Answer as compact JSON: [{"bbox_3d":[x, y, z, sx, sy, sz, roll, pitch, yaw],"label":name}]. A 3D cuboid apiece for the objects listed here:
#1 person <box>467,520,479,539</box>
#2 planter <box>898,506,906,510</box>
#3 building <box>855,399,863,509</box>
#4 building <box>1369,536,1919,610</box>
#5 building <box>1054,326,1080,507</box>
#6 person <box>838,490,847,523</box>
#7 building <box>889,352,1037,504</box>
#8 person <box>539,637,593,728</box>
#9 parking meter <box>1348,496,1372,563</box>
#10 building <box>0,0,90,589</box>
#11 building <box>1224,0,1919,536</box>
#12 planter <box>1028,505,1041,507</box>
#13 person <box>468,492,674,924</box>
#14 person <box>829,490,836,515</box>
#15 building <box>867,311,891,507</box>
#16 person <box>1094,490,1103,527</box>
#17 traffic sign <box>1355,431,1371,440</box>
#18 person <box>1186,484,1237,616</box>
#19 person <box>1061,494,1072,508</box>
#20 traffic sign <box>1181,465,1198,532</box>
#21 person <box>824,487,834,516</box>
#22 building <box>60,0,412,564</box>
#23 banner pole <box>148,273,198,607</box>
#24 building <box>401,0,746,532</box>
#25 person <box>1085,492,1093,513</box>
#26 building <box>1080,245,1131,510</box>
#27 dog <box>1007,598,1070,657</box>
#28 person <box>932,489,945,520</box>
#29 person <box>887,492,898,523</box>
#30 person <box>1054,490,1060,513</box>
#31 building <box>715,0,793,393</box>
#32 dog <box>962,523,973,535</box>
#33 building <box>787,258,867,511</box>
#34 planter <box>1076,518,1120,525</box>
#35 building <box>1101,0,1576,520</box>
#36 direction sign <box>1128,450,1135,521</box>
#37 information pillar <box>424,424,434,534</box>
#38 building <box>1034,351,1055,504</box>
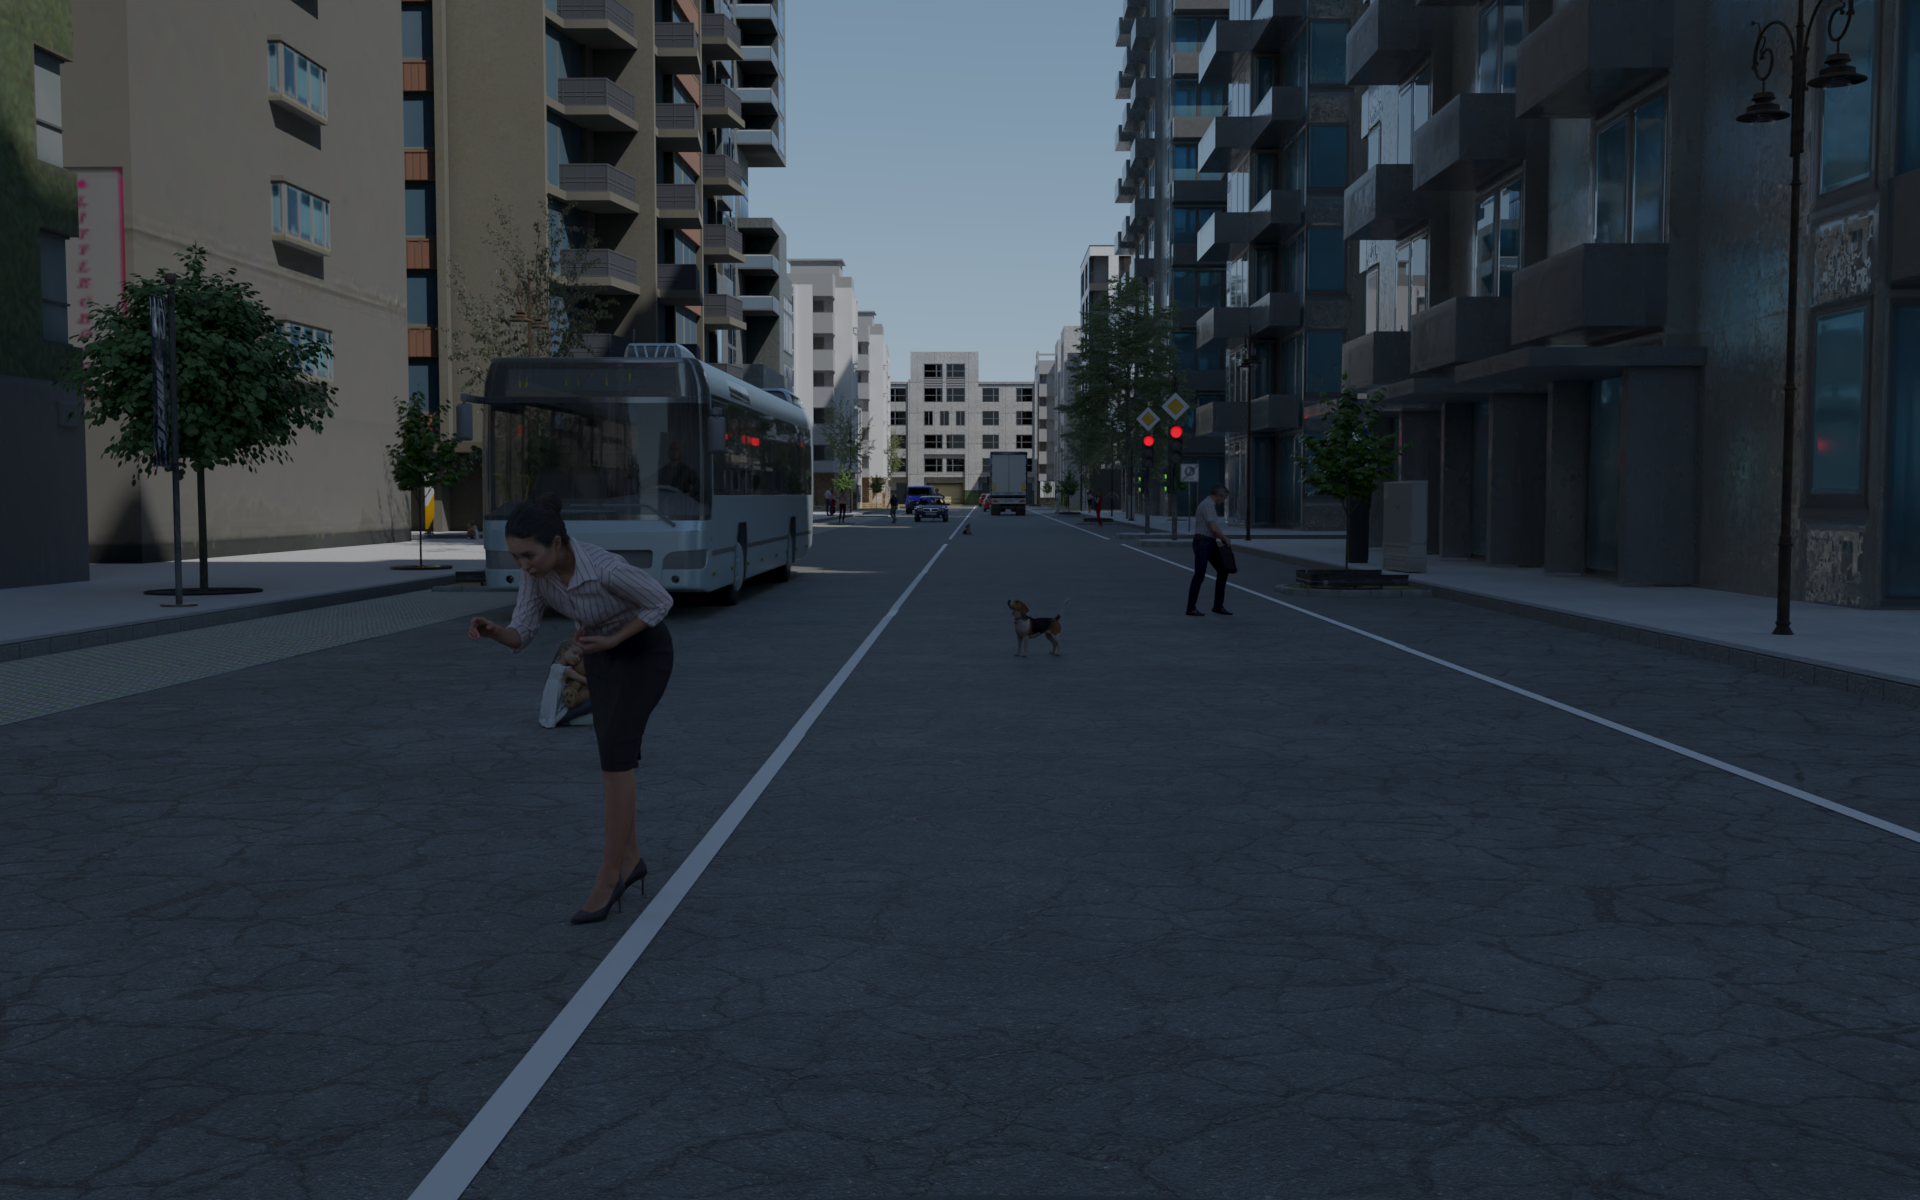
[{"bbox_3d":[-13.765,-1.982,48.917,0.357,0.543,0.381,-1,4,-17],"label":"person"},{"bbox_3d":[-4.771,-8.367,157.933,1.991,0.319,1.994,0,4,1],"label":"planter"},{"bbox_3d":[-13.312,-13.152,157.182,9.099,9.664,28.070,0,4,1],"label":"building"},{"bbox_3d":[19.737,-25.123,30.377,23.786,49.044,30.456,0,4,1],"label":"building"},{"bbox_3d":[19.426,-19.819,190.506,16.747,18.905,31.486,0,4,1],"label":"building"},{"bbox_3d":[-5.823,-4.656,86.082,0.517,1.644,0.566,2,4,26],"label":"person"},{"bbox_3d":[-6.028,-21.843,223.586,31.486,18.905,16.747,0,4,1],"label":"building"},{"bbox_3d":[-2.418,0.504,10.729,0.357,0.543,0.381,-2,4,-25],"label":"person"},{"bbox_3d":[7.427,-1.618,32.164,0.399,1.863,0.255,0,4,8],"label":"parking meter"},{"bbox_3d":[-19.983,-20.429,17.617,14.154,41.232,14.086,0,4,1],"label":"building"},{"bbox_3d":[24.677,-27.400,67.601,30.456,49.044,23.786,0,4,1],"label":"building"},{"bbox_3d":[7.953,-10.004,184.704,1.991,0.319,1.994,0,4,1],"label":"planter"},{"bbox_3d":[-1.282,0.358,5.838,0.628,1.438,0.799,0,4,-8],"label":"person"},{"bbox_3d":[-7.927,-6.059,107.573,0.387,1.526,0.523,1,4,13],"label":"person"},{"bbox_3d":[-15.396,-19.582,176.583,16.016,20.091,11.380,0,4,1],"label":"building"},{"bbox_3d":[6.085,-4.042,76.297,0.593,1.614,0.444,-3,5,-40],"label":"person"},{"bbox_3d":[7.418,-1.976,32.409,0.768,2.556,0.104,0,4,6],"label":"traffic sign"},{"bbox_3d":[2.978,-0.597,20.472,0.590,1.554,0.614,1,4,13],"label":"person"},{"bbox_3d":[10.193,-9.701,165.381,1.217,1.736,0.721,3,5,41],"label":"person"},{"bbox_3d":[7.812,-3.477,58.983,0.606,2.300,0.079,0,4,3],"label":"traffic sign"},{"bbox_3d":[-7.624,-5.752,101.033,0.436,1.711,0.756,-2,4,-29],"label":"person"},{"bbox_3d":[-25.507,-25.153,34.949,21.600,48.544,21.300,0,4,1],"label":"building"},{"bbox_3d":[-8.917,-1.802,19.478,0.401,3.779,0.863,0,4,-5],"label":"banner pole"},{"bbox_3d":[-20.855,-25.437,70.523,22.147,44.769,28.867,0,4,1],"label":"building"},{"bbox_3d":[8.686,-6.599,117.128,0.628,1.438,0.799,-1,4,-9],"label":"person"},{"bbox_3d":[24.780,-19.227,158.335,27.936,21.610,32.646,0,4,1],"label":"building"},{"bbox_3d":[0.695,0.242,15.335,0.406,0.507,0.540,1,4,22],"label":"dog"},{"bbox_3d":[-1.255,-5.231,94.756,0.841,1.734,0.376,1,4,18],"label":"person"},{"bbox_3d":[-3.295,-4.541,84.958,0.569,1.553,0.471,-1,4,-10],"label":"person"},{"bbox_3d":[7.142,-7.293,127.891,0.789,1.805,0.875,1,4,18],"label":"person"},{"bbox_3d":[-20.660,-48.101,99.127,22.319,86.520,31.000,0,4,1],"label":"building"},{"bbox_3d":[0.321,-2.510,61.236,0.550,0.427,0.748,1,4,23],"label":"dog"},{"bbox_3d":[-16.032,-17.174,137.211,16.016,20.091,11.380,0,4,1],"label":"building"},{"bbox_3d":[6.437,-3.677,81.261,1.991,0.319,1.994,0,4,1],"label":"planter"},{"bbox_3d":[21.464,-29.944,109.191,23.786,49.044,30.456,0,4,1],"label":"building"},{"bbox_3d":[8.209,-5.553,82.790,0.379,3.537,0.876,0,4,6],"label":"direction sign"},{"bbox_3d":[-16.966,-3.913,55.332,0.183,3.616,0.504,1,4,9],"label":"information pillar"},{"bbox_3d":[15.405,-22.446,223.415,11.380,20.091,16.016,0,4,1],"label":"building"}]
